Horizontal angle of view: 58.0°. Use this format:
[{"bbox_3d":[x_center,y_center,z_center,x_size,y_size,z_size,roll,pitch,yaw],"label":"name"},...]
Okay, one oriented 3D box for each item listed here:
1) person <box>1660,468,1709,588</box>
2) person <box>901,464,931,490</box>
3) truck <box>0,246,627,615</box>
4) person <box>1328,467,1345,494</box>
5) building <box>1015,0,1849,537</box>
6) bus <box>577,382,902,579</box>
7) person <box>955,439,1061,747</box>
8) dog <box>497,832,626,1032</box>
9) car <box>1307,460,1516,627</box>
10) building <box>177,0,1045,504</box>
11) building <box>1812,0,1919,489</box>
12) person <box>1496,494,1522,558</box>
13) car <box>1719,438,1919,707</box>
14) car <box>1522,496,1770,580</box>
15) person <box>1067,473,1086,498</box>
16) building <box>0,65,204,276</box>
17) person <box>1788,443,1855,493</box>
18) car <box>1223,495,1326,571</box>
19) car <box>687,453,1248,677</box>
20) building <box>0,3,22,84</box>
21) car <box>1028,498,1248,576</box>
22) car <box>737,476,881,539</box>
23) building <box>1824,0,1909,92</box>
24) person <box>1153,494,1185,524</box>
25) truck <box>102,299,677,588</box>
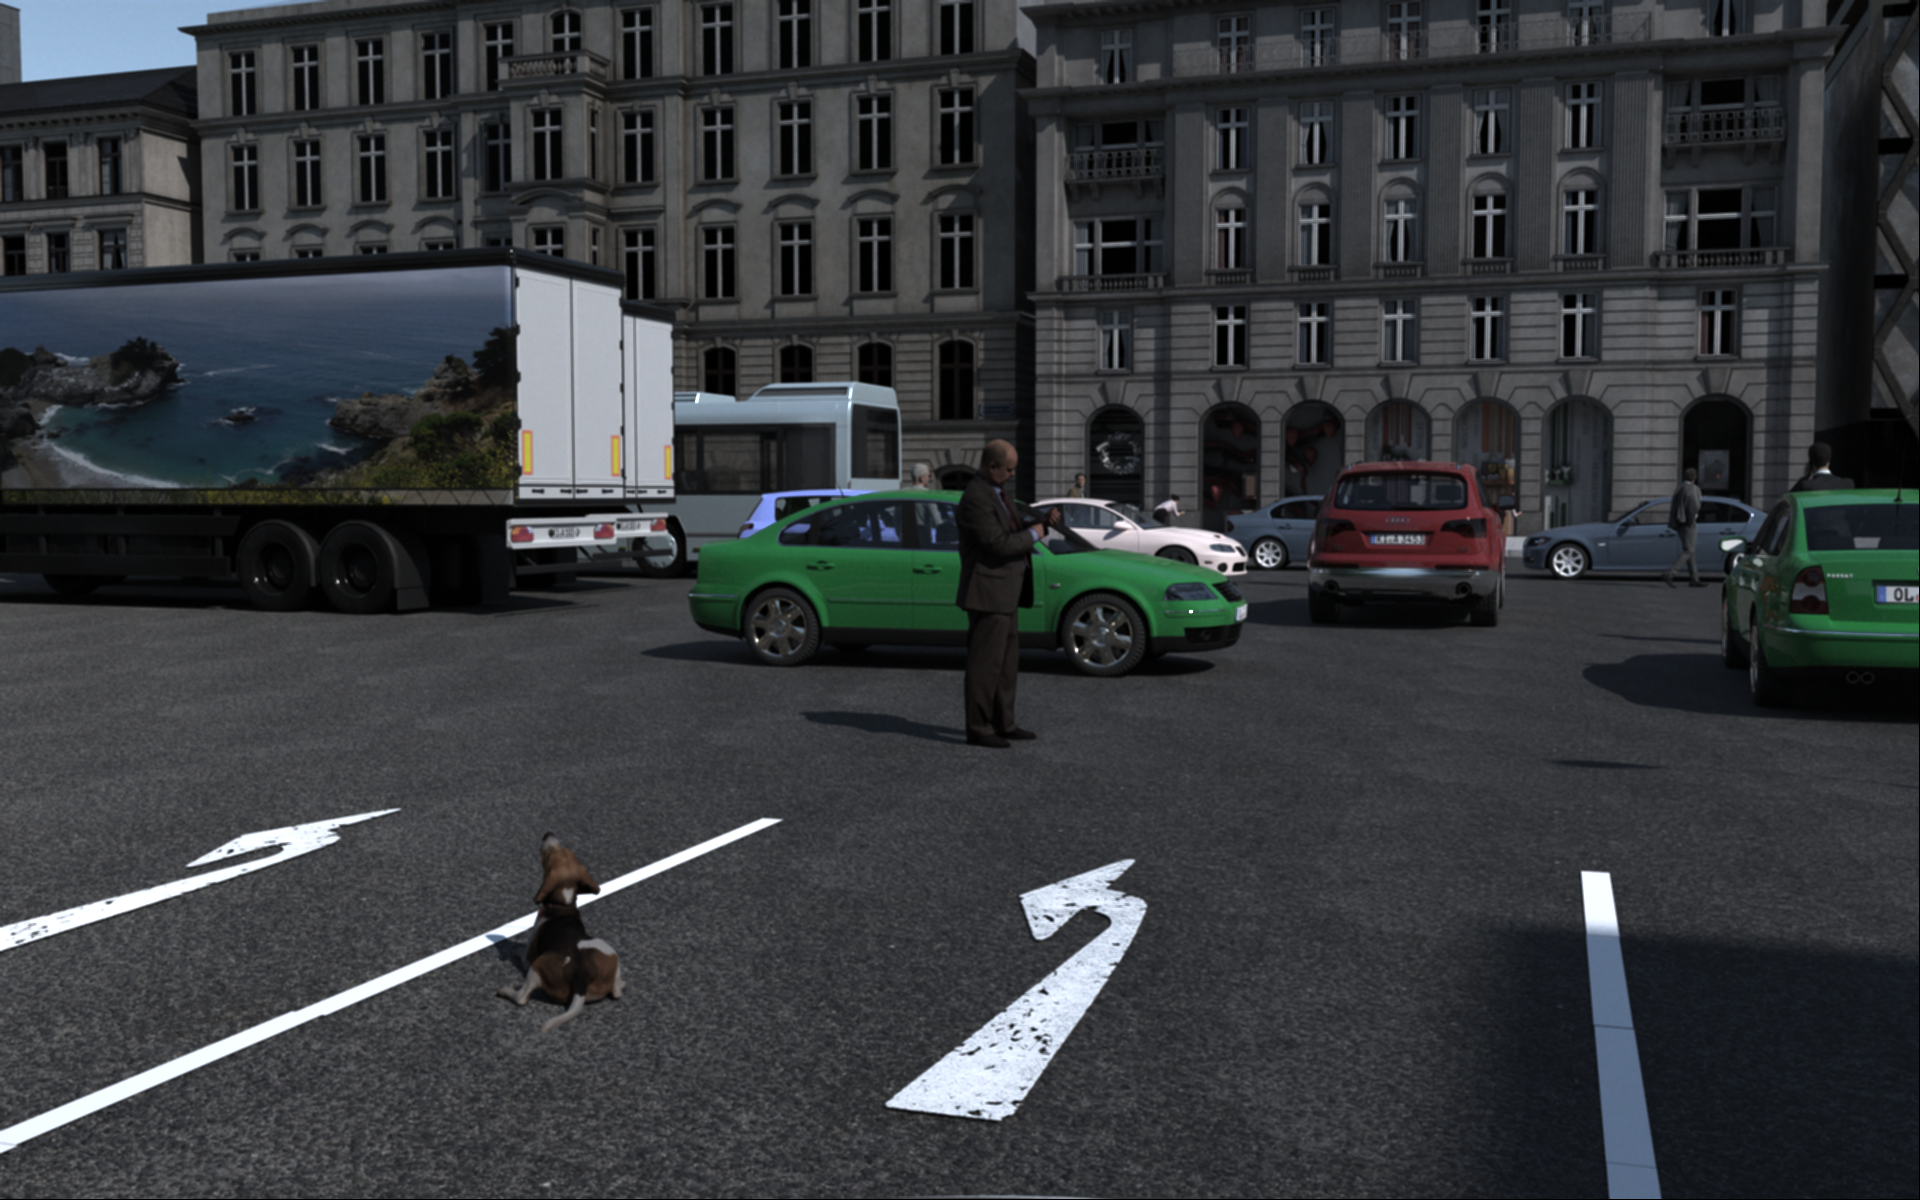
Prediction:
[{"bbox_3d":[11.146,-1.097,26.543,0.850,1.850,0.679,-1,4,-9],"label":"person"},{"bbox_3d":[-0.441,-0.625,19.205,0.782,1.767,0.515,2,4,33],"label":"person"},{"bbox_3d":[-9.863,-2.064,22.653,11.283,4.237,2.839,1,4,20],"label":"truck"},{"bbox_3d":[5.787,-1.122,26.711,0.748,1.841,0.638,3,4,39],"label":"person"},{"bbox_3d":[15.278,-13.229,58.095,24.055,21.916,13.314,1,4,19],"label":"building"},{"bbox_3d":[-7.711,-2.224,31.220,13.247,3.499,2.948,1,4,18],"label":"bus"},{"bbox_3d":[0.262,-0.043,9.890,0.600,1.739,0.565,-1,4,-8],"label":"person"},{"bbox_3d":[-1.211,0.928,5.013,0.550,0.427,0.748,1,4,18],"label":"dog"},{"bbox_3d":[5.366,-0.722,20.479,2.281,1.827,5.304,1,4,18],"label":"car"},{"bbox_3d":[-12.470,-15.229,68.078,34.723,24.649,14.460,1,4,19],"label":"building"},{"bbox_3d":[36.325,-11.348,52.991,16.811,18.784,16.820,1,4,19],"label":"building"},{"bbox_3d":[12.082,-1.632,38.379,0.628,1.438,0.799,2,4,24],"label":"person"},{"bbox_3d":[6.671,-0.238,12.694,1.959,1.807,4.718,1,4,20],"label":"car"},{"bbox_3d":[11.781,-1.040,29.010,4.499,1.417,2.014,1,4,20],"label":"car"},{"bbox_3d":[2.193,-1.513,33.147,0.836,1.842,0.656,0,4,-6],"label":"person"},{"bbox_3d":[-38.915,-12.870,75.057,19.286,19.102,10.561,1,4,19],"label":"building"},{"bbox_3d":[7.931,-0.494,15.936,0.648,1.900,0.474,-1,4,-16],"label":"person"},{"bbox_3d":[7.221,-1.272,32.796,4.499,1.417,2.014,1,4,17],"label":"car"},{"bbox_3d":[0.054,-0.361,14.700,4.718,1.807,1.959,1,4,18],"label":"car"},{"bbox_3d":[-57.051,-16.173,82.446,19.932,24.808,12.078,1,4,19],"label":"building"},{"bbox_3d":[2.230,-0.956,27.996,4.827,1.381,2.083,1,4,19],"label":"car"},{"bbox_3d":[-1.313,-0.898,24.268,3.694,1.707,1.945,1,4,18],"label":"car"},{"bbox_3d":[68.904,-29.886,112.343,21.300,48.544,21.600,1,4,19],"label":"building"},{"bbox_3d":[4.729,-1.695,39.403,0.628,1.438,0.799,1,4,20],"label":"person"},{"bbox_3d":[-9.977,-2.329,27.000,11.283,4.237,2.839,1,4,19],"label":"truck"}]
